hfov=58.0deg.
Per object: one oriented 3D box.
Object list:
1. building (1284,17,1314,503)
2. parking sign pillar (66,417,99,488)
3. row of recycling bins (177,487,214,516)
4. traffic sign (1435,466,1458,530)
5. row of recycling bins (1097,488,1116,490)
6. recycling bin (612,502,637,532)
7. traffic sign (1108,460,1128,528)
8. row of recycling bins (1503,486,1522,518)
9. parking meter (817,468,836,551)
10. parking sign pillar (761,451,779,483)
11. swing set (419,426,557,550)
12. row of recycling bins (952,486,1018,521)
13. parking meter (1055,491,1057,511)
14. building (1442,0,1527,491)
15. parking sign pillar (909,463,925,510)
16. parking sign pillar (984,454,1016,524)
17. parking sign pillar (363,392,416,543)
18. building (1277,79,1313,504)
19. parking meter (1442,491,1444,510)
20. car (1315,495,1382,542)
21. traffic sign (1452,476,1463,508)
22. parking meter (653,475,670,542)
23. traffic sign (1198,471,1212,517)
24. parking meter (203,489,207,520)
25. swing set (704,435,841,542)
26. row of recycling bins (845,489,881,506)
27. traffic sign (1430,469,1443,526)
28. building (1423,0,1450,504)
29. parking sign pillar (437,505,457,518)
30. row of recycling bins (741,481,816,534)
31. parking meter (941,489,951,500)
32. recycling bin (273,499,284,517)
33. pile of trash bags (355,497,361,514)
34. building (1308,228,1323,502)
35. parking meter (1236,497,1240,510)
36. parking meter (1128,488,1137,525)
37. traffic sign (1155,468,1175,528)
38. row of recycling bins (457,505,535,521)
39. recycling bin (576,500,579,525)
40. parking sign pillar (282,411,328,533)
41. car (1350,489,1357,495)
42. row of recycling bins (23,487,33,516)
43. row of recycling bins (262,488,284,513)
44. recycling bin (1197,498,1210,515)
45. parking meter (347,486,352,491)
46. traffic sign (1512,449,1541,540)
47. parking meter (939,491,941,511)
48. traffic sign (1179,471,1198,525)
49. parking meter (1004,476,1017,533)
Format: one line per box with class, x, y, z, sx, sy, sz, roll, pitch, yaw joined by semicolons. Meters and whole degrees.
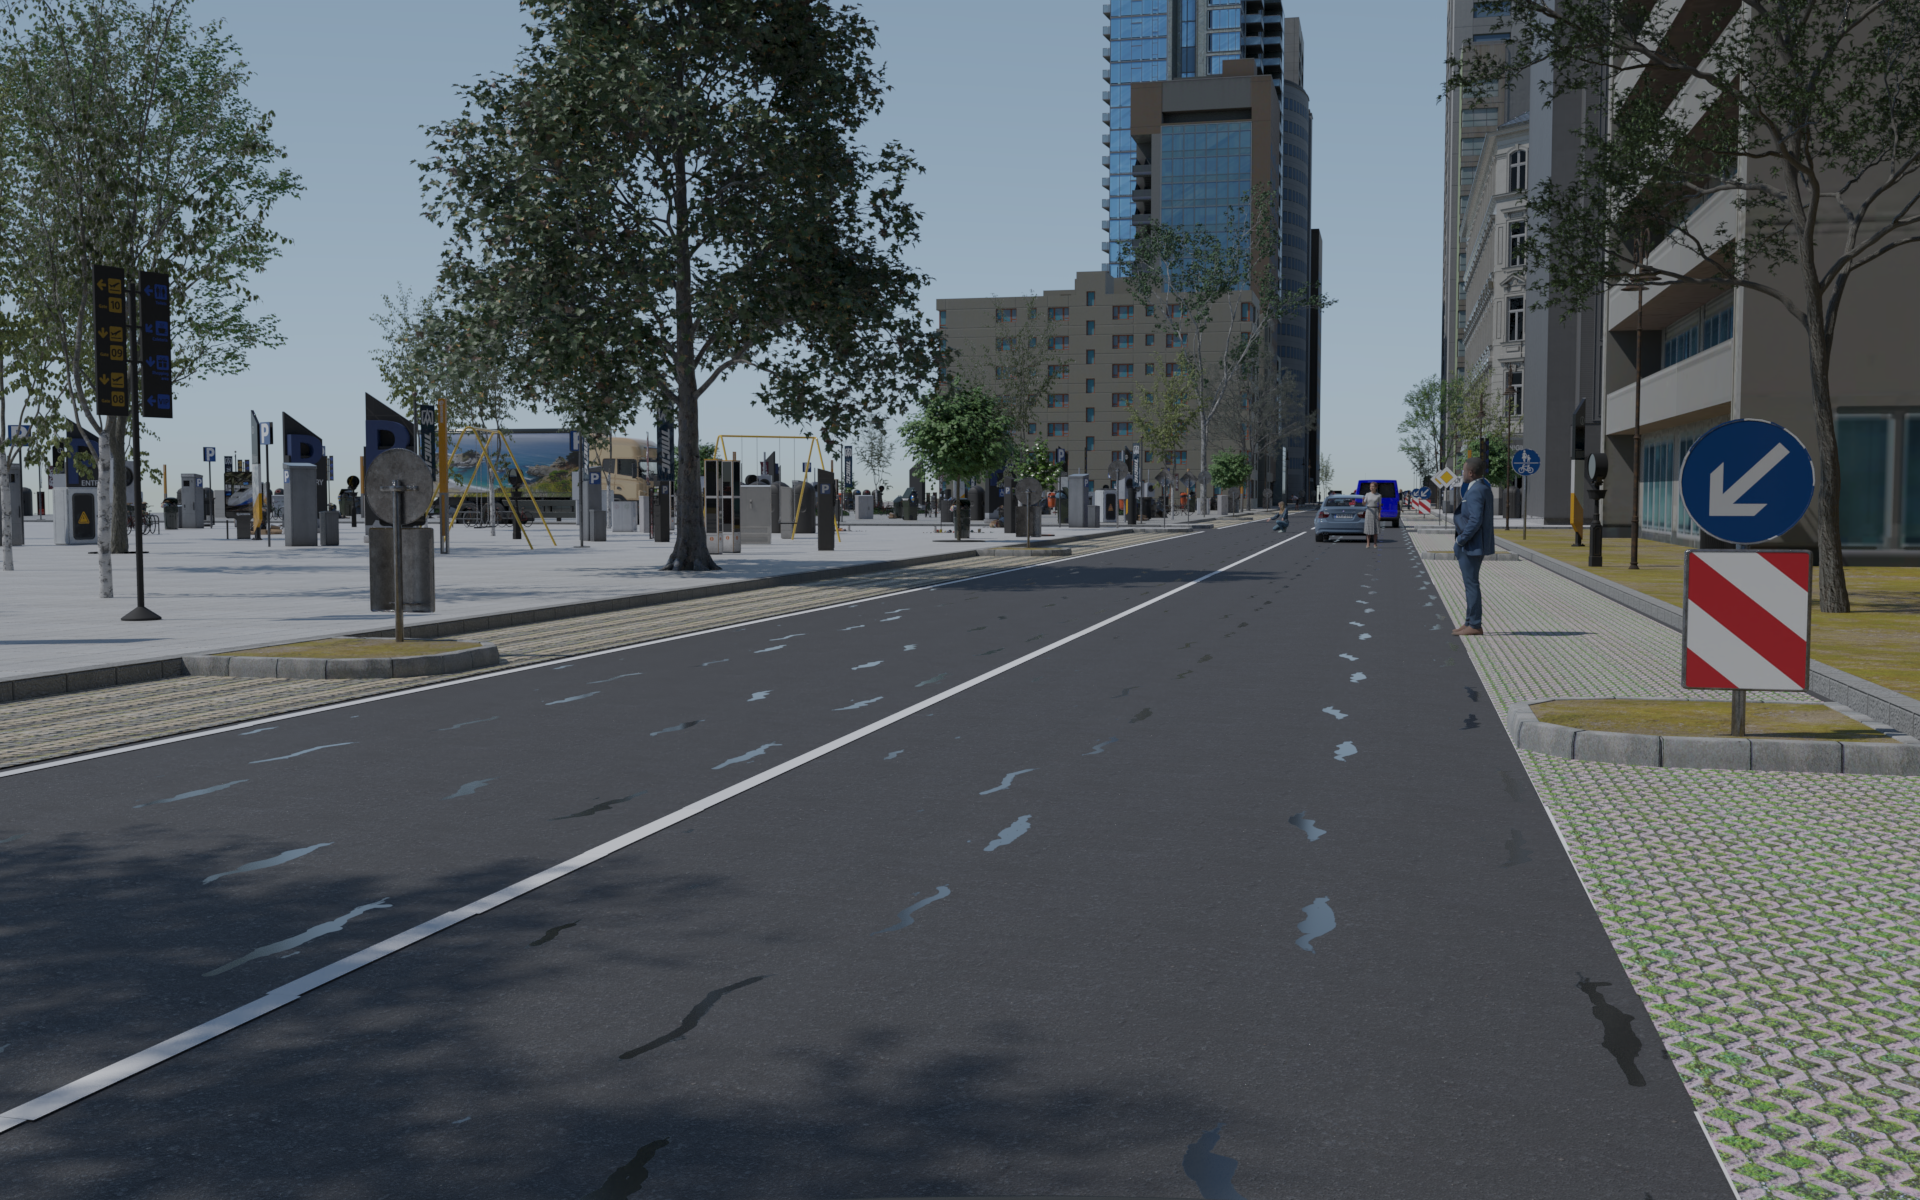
building;44.293;-50.699;267.182;20.563;71.187;20.611;1;4;14
parking sign pillar;-30.679;-4.430;60.907;1.447;3.967;1.447;-1;4;-20
row of recycling bins;-46.251;-5.971;104.736;3.534;1.692;1.069;3;5;39
traffic sign;17.591;-3.609;62.652;0.795;2.450;0.064;1;4;14
row of recycling bins;10.673;-7.209;124.987;1.069;1.692;3.534;2;4;24
recycling bin;-11.356;-2.819;58.648;0.722;1.027;0.722;0;4;2
traffic sign;5.908;-3.963;64.896;0.768;2.556;0.104;1;4;17
row of recycling bins;30.399;-5.186;91.902;3.534;1.692;1.069;-1;4;-22
parking meter;-3.015;-2.049;39.215;0.399;1.863;0.255;0;4;4
parking sign pillar;-11.999;-7.385;109.218;1.447;3.967;1.447;3;5;44
swing set;-11.352;-2.681;41.457;2.862;2.851;3.119;0;4;-2
row of recycling bins;1.255;-4.702;83.989;3.534;1.692;1.069;2;4;23
parking meter;7.593;-7.759;135.278;0.372;1.533;0.369;0;3;0
building;60.977;-38.919;178.329;21.231;58.520;28.212;1;4;14
parking sign pillar;-3.212;-8.671;130.241;1.447;3.967;1.447;3;5;41
parking sign pillar;1.770;-5.340;75.776;1.447;3.967;1.447;-2;4;-24
parking sign pillar;-15.029;-3.502;45.734;1.447;3.967;1.447;0;4;-4
building;38.023;-42.933;243.955;21.231;58.520;28.212;1;4;14
parking meter;37.938;-7.781;135.627;0.372;1.533;0.369;0;3;0
car;11.808;-2.495;52.801;2.014;1.417;4.499;1;4;16
traffic sign;28.311;-5.903;98.641;0.606;2.300;0.079;1;4;19
parking meter;-7.953;-2.473;46.144;0.255;1.863;0.399;3;4;38
traffic sign;13.466;-5.829;95.404;0.768;2.556;0.104;1;4;20
parking meter;-37.223;-4.688;85.053;0.372;1.533;0.369;0;3;0
swing set;-5.240;-2.986;46.434;3.119;2.851;2.862;-2;4;-32
row of recycling bins;-8.726;-8.963;153.661;3.534;1.692;1.069;-1;4;-22
traffic sign;19.511;-4.083;70.404;0.795;2.450;0.064;1;4;14
building;74.425;-48.795;236.051;20.563;71.187;20.611;1;4;14
parking sign pillar;-27.505;-6.418;93.402;1.447;3.967;1.447;1;4;13
row of recycling bins;-6.250;-3.056;57.080;3.534;1.692;1.069;2;4;32
parking meter;-0.617;-4.847;87.658;0.372;1.533;0.369;0;3;0
recycling bin;-37.532;-5.085;95.692;0.722;1.027;0.722;-1;4;-15
pile of trash bags;-37.731;-6.183;110.841;1.912;1.369;3.447;3;5;41
building;51.944;-38.786;284.260;14.600;45.320;14.200;1;4;14
parking meter;22.278;-7.988;139.008;0.372;1.533;0.369;0;3;0
parking meter;7.224;-3.931;72.682;0.372;1.533;0.369;0;3;0
traffic sign;7.699;-3.760;65.115;0.795;2.450;0.064;1;4;14
row of recycling bins;-21.746;-4.529;81.155;3.534;1.692;1.069;-1;4;-11
recycling bin;-15.428;-3.596;71.341;0.722;1.027;0.722;-1;4;-9
parking sign pillar;-21.511;-4.186;56.909;1.447;3.967;1.447;3;5;44
car;28.402;-6.888;121.294;2.281;1.827;5.304;1;4;16
row of recycling bins;-55.110;-5.695;100.225;1.069;1.692;3.534;1;4;8
row of recycling bins;-47.770;-6.931;120.438;3.534;1.692;1.069;-1;4;-9
recycling bin;15.079;-5.788;107.186;0.722;1.027;0.722;1;4;16
parking meter;-43.080;-7.131;122.309;0.255;1.863;0.399;-2;4;-33
traffic sign;15.855;-2.964;48.560;0.768;2.556;0.104;1;4;18
parking meter;-1.375;-7.386;129.176;0.372;1.533;0.369;0;3;0
traffic sign;9.620;-4.234;72.867;0.795;2.450;0.064;1;4;14
parking meter;1.653;-3.111;56.579;0.255;1.863;0.399;-3;5;-43
